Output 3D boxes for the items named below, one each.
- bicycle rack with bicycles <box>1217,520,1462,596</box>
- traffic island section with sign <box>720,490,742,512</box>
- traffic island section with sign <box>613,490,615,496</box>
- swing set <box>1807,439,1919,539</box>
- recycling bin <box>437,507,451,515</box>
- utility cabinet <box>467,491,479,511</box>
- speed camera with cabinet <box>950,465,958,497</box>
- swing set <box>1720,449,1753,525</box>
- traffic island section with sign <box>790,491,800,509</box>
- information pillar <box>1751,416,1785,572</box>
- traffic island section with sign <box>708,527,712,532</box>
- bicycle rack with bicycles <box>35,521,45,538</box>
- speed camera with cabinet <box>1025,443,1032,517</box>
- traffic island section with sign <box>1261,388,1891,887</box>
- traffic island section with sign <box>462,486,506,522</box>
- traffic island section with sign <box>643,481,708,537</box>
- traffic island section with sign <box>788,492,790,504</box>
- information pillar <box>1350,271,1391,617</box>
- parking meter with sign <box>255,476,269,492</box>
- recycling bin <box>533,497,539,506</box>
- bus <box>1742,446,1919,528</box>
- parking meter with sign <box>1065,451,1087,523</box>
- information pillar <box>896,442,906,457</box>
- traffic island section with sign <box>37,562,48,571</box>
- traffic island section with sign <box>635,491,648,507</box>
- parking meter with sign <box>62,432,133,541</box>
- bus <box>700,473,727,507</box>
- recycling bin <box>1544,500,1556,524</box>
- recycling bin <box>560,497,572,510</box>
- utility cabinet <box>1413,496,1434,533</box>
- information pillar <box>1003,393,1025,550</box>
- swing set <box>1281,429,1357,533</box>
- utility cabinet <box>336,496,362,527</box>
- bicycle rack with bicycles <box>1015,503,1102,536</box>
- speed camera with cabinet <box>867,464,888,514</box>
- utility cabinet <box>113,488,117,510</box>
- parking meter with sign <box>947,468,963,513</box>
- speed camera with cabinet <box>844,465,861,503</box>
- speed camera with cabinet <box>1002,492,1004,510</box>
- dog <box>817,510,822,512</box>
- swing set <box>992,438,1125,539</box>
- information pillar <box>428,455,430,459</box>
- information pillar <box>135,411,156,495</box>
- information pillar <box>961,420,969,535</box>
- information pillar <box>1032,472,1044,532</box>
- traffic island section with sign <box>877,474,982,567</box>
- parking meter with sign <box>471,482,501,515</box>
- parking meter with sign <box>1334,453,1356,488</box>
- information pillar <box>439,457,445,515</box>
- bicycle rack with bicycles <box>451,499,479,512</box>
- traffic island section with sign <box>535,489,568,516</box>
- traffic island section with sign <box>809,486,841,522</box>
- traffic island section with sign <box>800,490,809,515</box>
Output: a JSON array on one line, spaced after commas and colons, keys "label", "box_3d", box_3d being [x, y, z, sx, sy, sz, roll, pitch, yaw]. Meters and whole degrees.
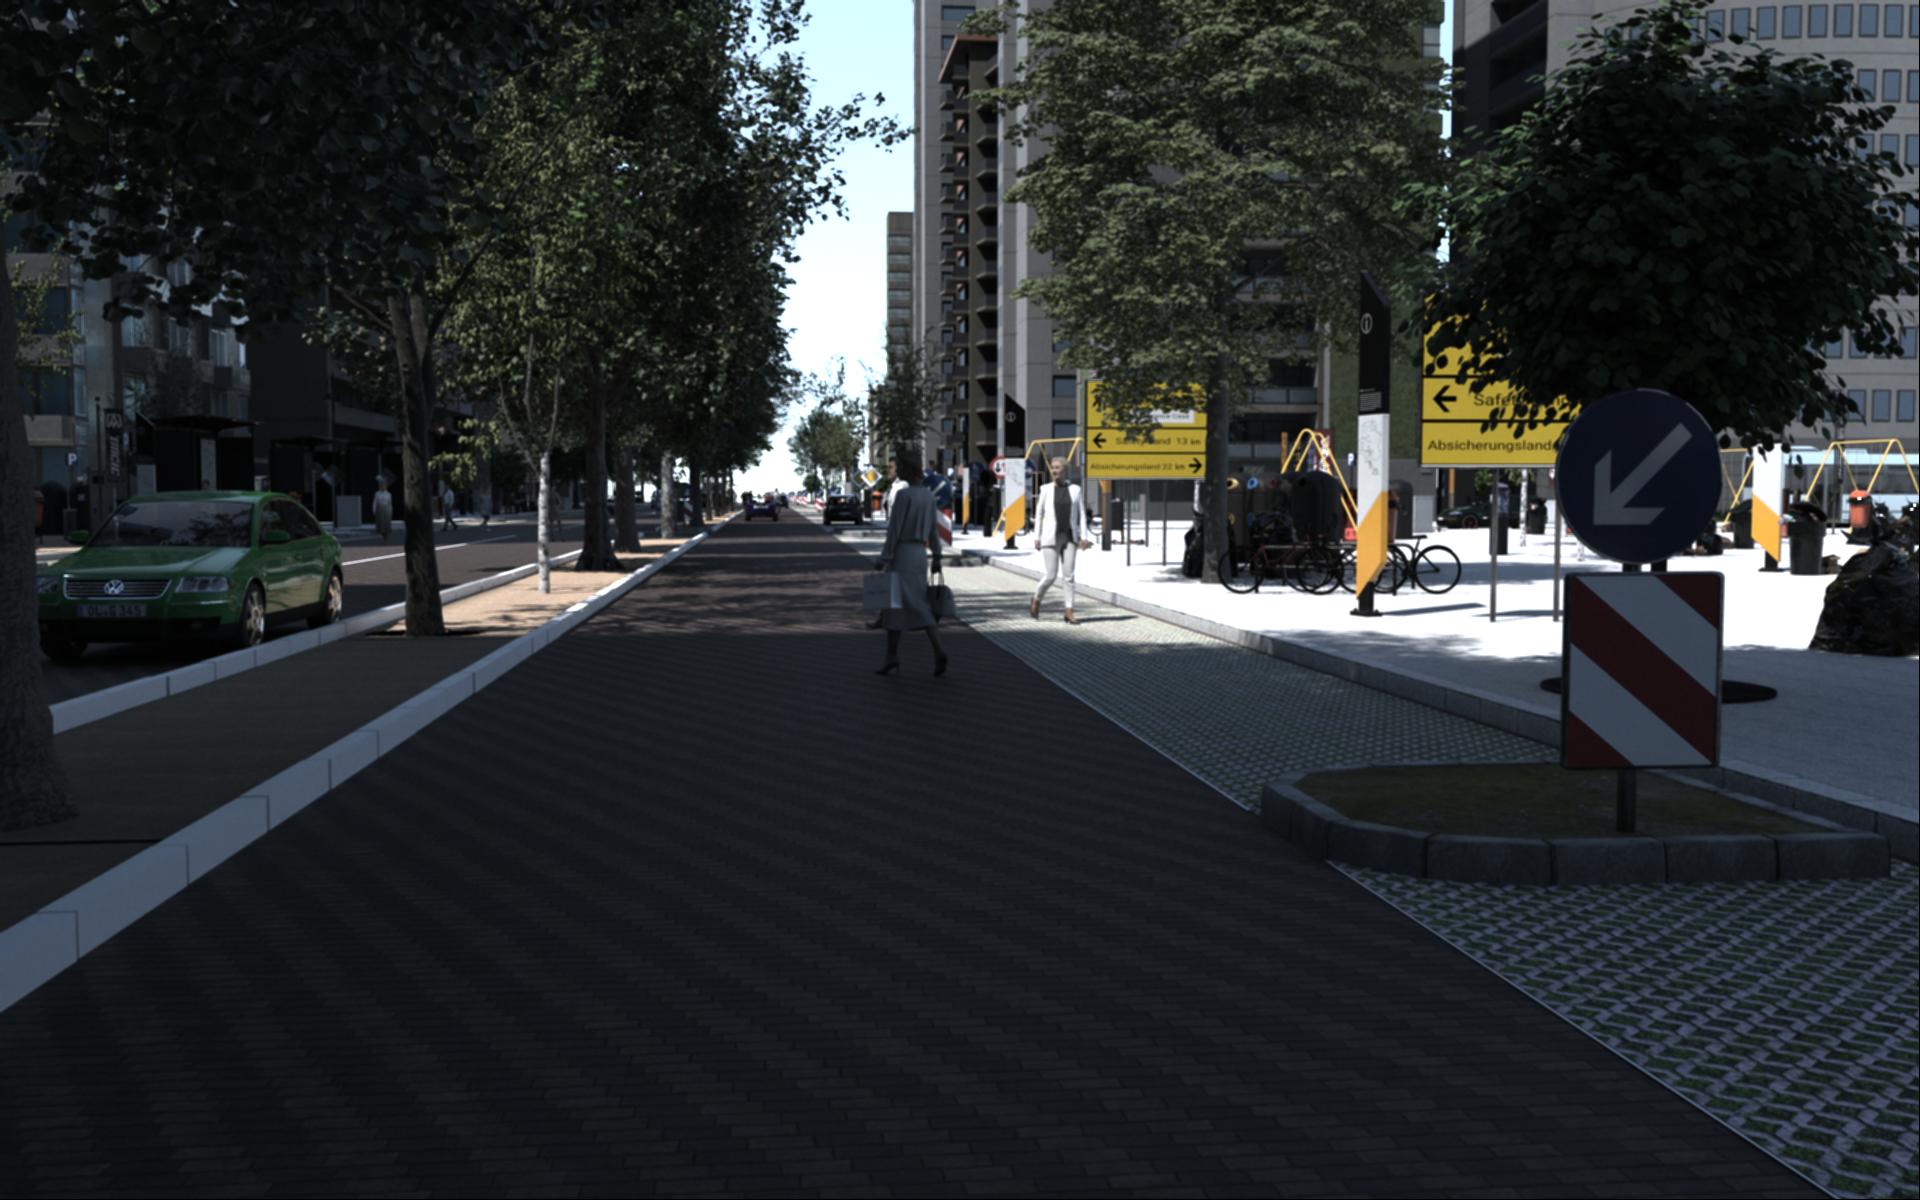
[{"label": "bicycle rack with bicycles", "box_3d": [5.094, -0.574, 22.767, 2.925, 0.926, 2.852, 1, 4, 23]}, {"label": "traffic island section with sign", "box_3d": [-18.694, -8.126, 140.992, 2.006, 1.907, 1.989, 0, 4, -6]}, {"label": "traffic island section with sign", "box_3d": [-32.434, -9.487, 163.741, 1.989, 1.847, 2.006, 0, 4, -6]}, {"label": "swing set", "box_3d": [26.504, -3.264, 50.984, 2.862, 2.851, 3.119, 0, 4, -6]}, {"label": "recycling bin", "box_3d": [-31.730, -5.748, 106.535, 0.722, 1.027, 0.722, -2, 4, -29]}, {"label": "utility cabinet", "box_3d": [-36.556, -7.465, 130.723, 1.173, 1.500, 0.318, -2, 4, -31]}, {"label": "speed camera with cabinet", "box_3d": [-0.450, -7.715, 120.472, 0.660, 3.252, 2.038, 0, 4, 3]}, {"label": "swing set", "box_3d": [27.309, -3.861, 60.750, 2.862, 2.851, 3.119, 0, 4, -8]}, {"label": "traffic island section with sign", "box_3d": [-14.992, -9.620, 165.914, 1.989, 1.847, 2.006, 0, 4, -6]}, {"label": "information pillar", "box_3d": [13.327, -2.273, 28.518, 0.183, 3.616, 0.504, -3, 4, -38]}, {"label": "traffic island section with sign", "box_3d": [-10.512, -3.557, 66.298, 2.006, 1.907, 1.989, 0, 4, -6]}, {"label": "bicycle rack with bicycles", "box_3d": [-28.156, -2.216, 49.617, 2.925, 0.926, 2.852, -1, 4, -10]}, {"label": "speed camera with cabinet", "box_3d": [3.168, -4.477, 67.528, 2.038, 3.252, 0.660, -2, 4, -27]}, {"label": "traffic island section with sign", "box_3d": [2.357, 0.084, 7.250, 1.989, 1.847, 2.006, 0, 4, -6]}, {"label": "traffic island section with sign", "box_3d": [-24.164, -4.859, 88.065, 1.989, 1.847, 2.006, 0, 4, -6]}, {"label": "traffic island section with sign", "box_3d": [-9.716, -3.107, 58.934, 2.006, 1.907, 1.989, 0, 4, -6]}, {"label": "traffic island section with sign", "box_3d": [-18.027, -11.313, 193.587, 1.989, 1.847, 2.006, 0, 4, -6]}, {"label": "information pillar", "box_3d": [4.305, -1.634, 18.070, 0.183, 3.616, 0.504, -1, 4, -18]}, {"label": "parking meter with sign", "box_3d": [-30.164, -4.789, 74.561, 1.738, 3.016, 0.543, 1, 4, 22]}, {"label": "recycling bin", "box_3d": [-33.420, -7.637, 137.425, 0.722, 1.027, 0.722, -3, 5, -42]}, {"label": "bus", "box_3d": [37.758, -4.483, 68.150, 13.247, 3.499, 2.948, 0, 4, -6]}, {"label": "parking meter with sign", "box_3d": [4.546, -4.521, 70.178, 1.738, 3.016, 0.543, -3, 5, -44]}, {"label": "information pillar", "box_3d": [-2.621, -5.289, 77.824, 0.504, 3.616, 0.183, 2, 4, 26]}, {"label": "traffic island section with sign", "box_3d": [-17.994, -1.417, 31.793, 1.989, 1.847, 2.006, 0, 4, -6]}, {"label": "traffic island section with sign", "box_3d": [-35.417, -11.152, 190.956, 1.989, 1.847, 2.006, 0, 4, -6]}, {"label": "parking meter with sign", "box_3d": [-23.992, -3.176, 48.184, 0.543, 3.016, 1.738, 3, 5, 44]}, {"label": "bus", "box_3d": [-27.012, -12.125, 189.797, 2.896, 3.916, 12.252, 0, 4, -8]}, {"label": "recycling bin", "box_3d": [25.203, -3.751, 73.890, 0.722, 1.027, 0.722, 1, 4, 9]}, {"label": "recycling bin", "box_3d": [-31.643, -7.740, 139.096, 0.722, 1.027, 0.722, -3, 5, -45]}, {"label": "utility cabinet", "box_3d": [15.099, -2.791, 56.795, 1.020, 1.237, 0.306, -3, 5, -40]}, {"label": "information pillar", "box_3d": [1.258, -2.979, 40.053, 0.504, 3.616, 0.183, 0, 4, 6]}, {"label": "swing set", "box_3d": [8.702, -2.770, 42.909, 2.862, 2.851, 3.119, 1, 4, 17]}, {"label": "utility cabinet", "box_3d": [-23.688, -3.412, 66.956, 1.020, 1.237, 0.306, 0, 4, 6]}, {"label": "bicycle rack with bicycles", "box_3d": [3.135, -2.503, 54.310, 2.925, 0.926, 2.852, 0, 4, 7]}, {"label": "speed camera with cabinet", "box_3d": [-5.363, -7.256, 112.979, 0.660, 3.252, 2.038, -2, 4, -28]}, {"label": "utility cabinet", "box_3d": [-31.799, -3.435, 64.848, 0.318, 1.500, 1.173, -2, 4, -30]}, {"label": "parking meter with sign", "box_3d": [-0.138, -7.404, 117.309, 0.543, 3.016, 1.738, 2, 4, 35]}, {"label": "speed camera with cabinet", "box_3d": [-7.459, -7.610, 118.759, 0.660, 3.252, 2.038, 0, 4, 5]}, {"label": "speed camera with cabinet", "box_3d": [3.307, -7.163, 111.447, 2.038, 3.252, 0.660, -3, 5, -44]}, {"label": "dog", "box_3d": [-11.173, -7.334, 136.744, 0.800, 0.831, 0.513, -2, 4, -30]}, {"label": "swing set", "box_3d": [2.743, -3.184, 49.674, 2.862, 2.851, 3.119, -2, 4, -23]}, {"label": "information pillar", "box_3d": [-29.814, -6.473, 97.193, 0.183, 3.616, 0.504, -2, 4, -26]}, {"label": "information pillar", "box_3d": [-22.879, -3.505, 48.669, 0.504, 3.616, 0.183, 0, 4, -2]}, {"label": "information pillar", "box_3d": [0.183, -3.876, 54.725, 0.183, 3.616, 0.504, -1, 4, -13]}, {"label": "information pillar", "box_3d": [2.606, -3.274, 58.017, 0.304, 2.012, 0.304, -2, 4, -30]}, {"label": "traffic island section with sign", "box_3d": [-0.661, -1.602, 34.829, 1.989, 1.847, 2.006, 0, 4, -6]}, {"label": "parking meter with sign", "box_3d": [-28.940, -6.689, 105.632, 1.738, 3.016, 0.543, 0, 3, 0]}, {"label": "parking meter with sign", "box_3d": [15.767, -4.693, 72.985, 1.738, 3.016, 0.543, -1, 4, -17]}, {"label": "information pillar", "box_3d": [-31.273, -6.919, 104.484, 0.504, 3.616, 0.183, 3, 5, 41]}, {"label": "bicycle rack with bicycles", "box_3d": [-35.697, -6.734, 123.478, 2.925, 0.926, 2.852, -2, 4, -25]}, {"label": "traffic island section with sign", "box_3d": [-27.110, -6.505, 114.992, 1.989, 1.847, 2.006, 0, 4, -6]}, {"label": "traffic island section with sign", "box_3d": [-6.543, -4.889, 88.558, 1.989, 1.847, 2.006, 0, 4, -6]}, {"label": "traffic island section with sign", "box_3d": [-9.544, -6.566, 115.982, 1.989, 1.847, 2.006, 0, 4, -6]}]
